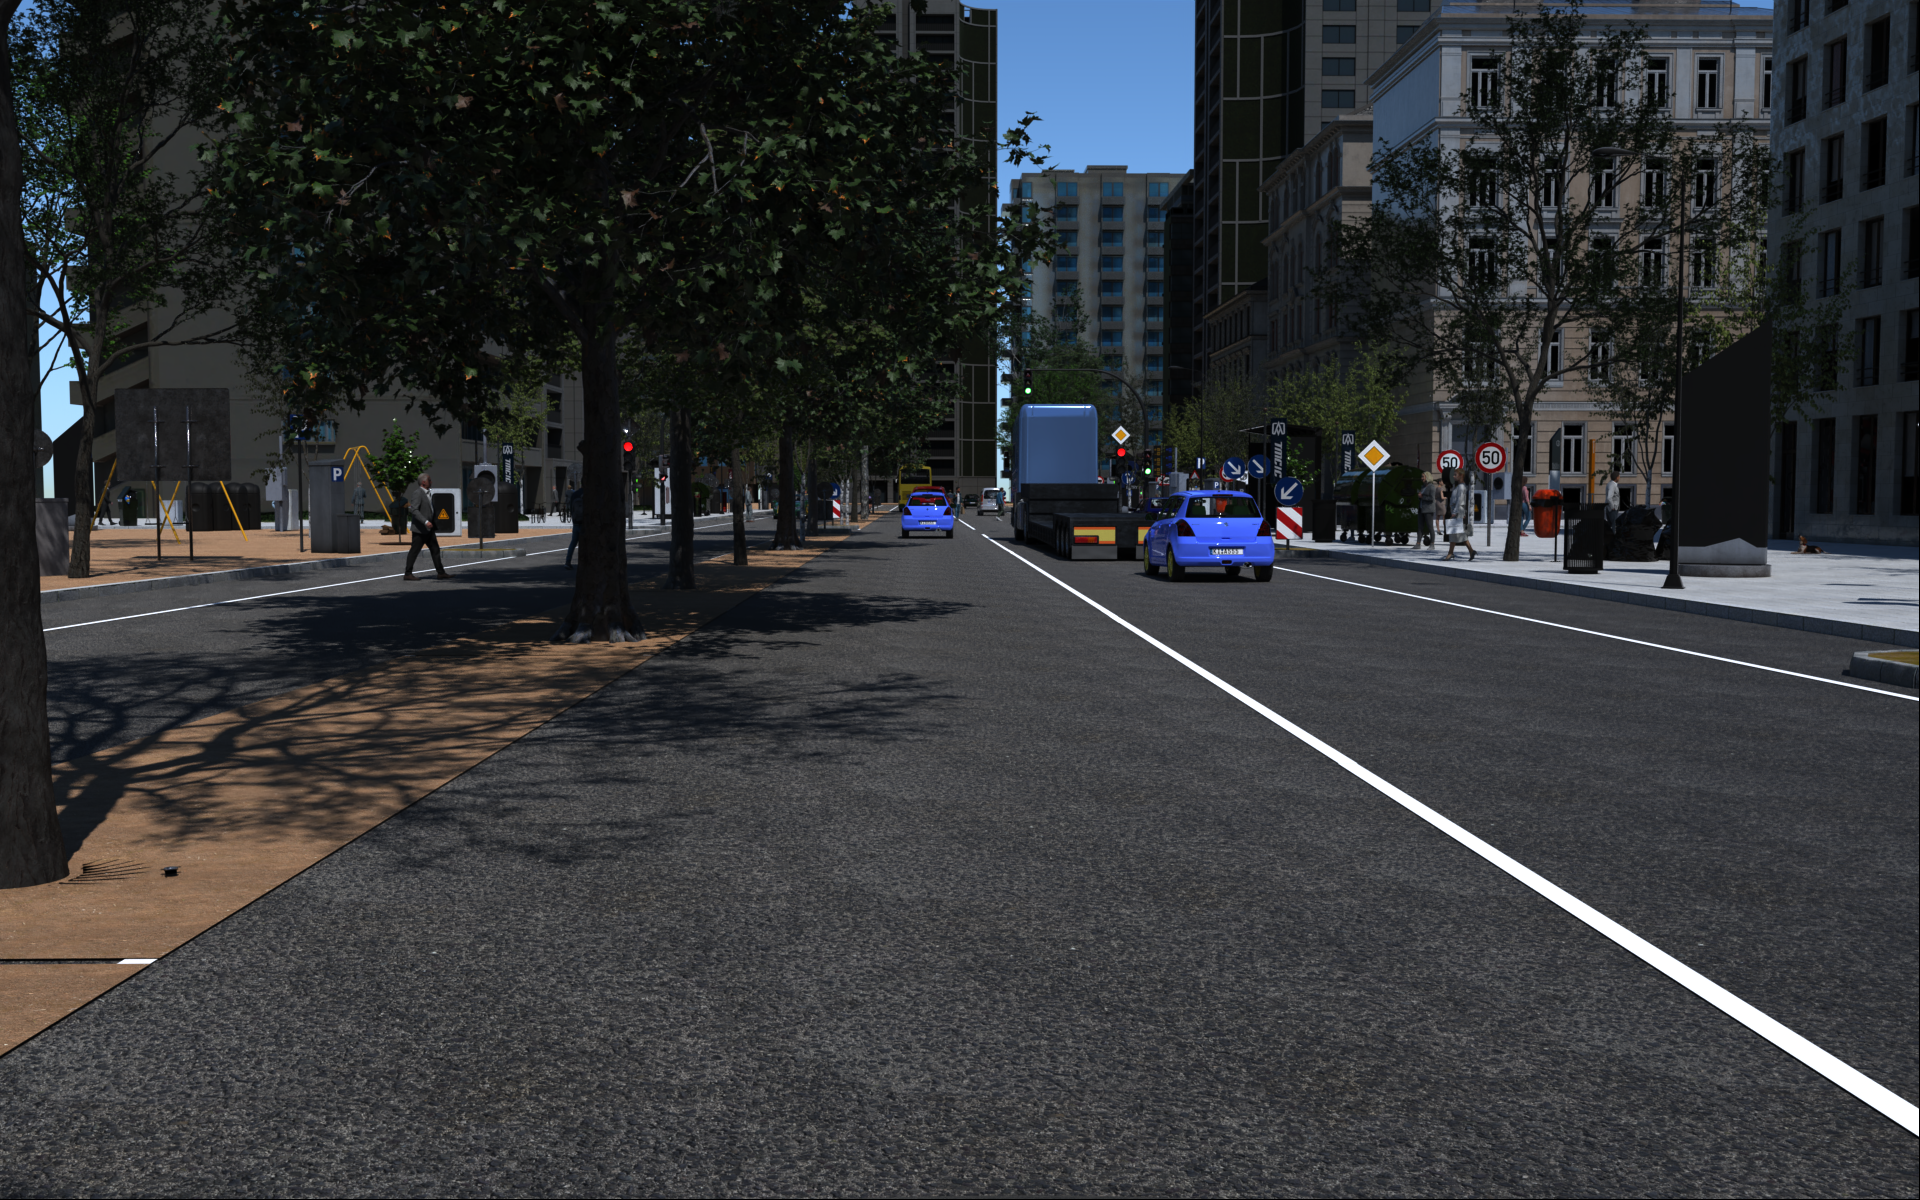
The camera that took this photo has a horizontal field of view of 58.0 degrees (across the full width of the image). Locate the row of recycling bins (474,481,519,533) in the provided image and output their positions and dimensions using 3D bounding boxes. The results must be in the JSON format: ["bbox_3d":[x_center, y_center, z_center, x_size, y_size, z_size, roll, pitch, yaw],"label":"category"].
[{"bbox_3d":[-15.511,-3.113,58.005,1.069,1.692,3.534,-2,4,-26],"label":"row of recycling bins"}]

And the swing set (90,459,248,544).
[{"bbox_3d":[-21.135,-2.978,46.307,2.862,2.851,3.119,1,4,12],"label":"swing set"}]

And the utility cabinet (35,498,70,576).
[{"bbox_3d":[-14.436,-0.973,27.077,0.306,1.237,1.020,1,4,16],"label":"utility cabinet"}]

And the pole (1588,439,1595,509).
[{"bbox_3d":[23.512,-4.321,64.488,0.158,3.312,0.155,0,3,0],"label":"pole"}]

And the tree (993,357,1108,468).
[{"bbox_3d":[7.376,-12.537,130.731,9.928,11.665,9.643,0,3,0],"label":"tree"}]

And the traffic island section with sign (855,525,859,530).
[{"bbox_3d":[-5.139,-3.813,70.487,2.006,1.907,1.989,0,4,-1],"label":"traffic island section with sign"}]

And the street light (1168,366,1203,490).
[{"bbox_3d":[8.252,-5.535,63.035,1.470,5.913,1.316,0,4,-1],"label":"street light"}]

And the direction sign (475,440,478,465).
[{"bbox_3d":[-20.379,-4.957,73.042,0.379,3.537,0.876,-1,4,-11],"label":"direction sign"}]

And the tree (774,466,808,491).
[{"bbox_3d":[-17.359,-11.854,177.530,4.285,4.588,4.351,0,3,0],"label":"tree"}]

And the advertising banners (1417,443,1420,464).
[{"bbox_3d":[15.932,-3.935,60.532,0.090,3.025,2.074,1,4,11],"label":"advertising banners"}]

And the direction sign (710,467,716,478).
[{"bbox_3d":[-19.715,-8.943,138.219,0.379,3.537,0.876,1,4,21],"label":"direction sign"}]

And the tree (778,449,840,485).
[{"bbox_3d":[-18.404,-19.244,221.286,9.857,13.997,8.962,0,3,0],"label":"tree"}]

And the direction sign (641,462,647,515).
[{"bbox_3d":[-19.435,-7.000,106.454,0.379,3.537,0.876,0,4,-6],"label":"direction sign"}]

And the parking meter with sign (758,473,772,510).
[{"bbox_3d":[-16.153,-8.976,143.017,0.543,3.016,1.738,-2,4,-32],"label":"parking meter with sign"}]

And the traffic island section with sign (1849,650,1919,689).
[{"bbox_3d":[8.006,-0.278,13.179,1.989,1.847,2.006,0,4,-1],"label":"traffic island section with sign"}]

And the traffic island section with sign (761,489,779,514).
[{"bbox_3d":[-13.080,-6.996,123.013,1.989,1.847,2.006,0,4,-1],"label":"traffic island section with sign"}]

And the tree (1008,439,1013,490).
[{"bbox_3d":[6.532,-13.899,177.607,4.360,8.622,3.978,0,3,0],"label":"tree"}]

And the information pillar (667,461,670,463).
[{"bbox_3d":[-17.545,-6.964,105.222,0.504,3.616,0.183,0,4,-4],"label":"information pillar"}]

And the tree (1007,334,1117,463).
[{"bbox_3d":[8.118,-14.260,139.814,9.857,13.997,8.962,0,3,0],"label":"tree"}]

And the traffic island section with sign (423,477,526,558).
[{"bbox_3d":[-11.060,-1.900,39.692,1.989,1.847,2.006,0,4,-1],"label":"traffic island section with sign"}]

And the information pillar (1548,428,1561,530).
[{"bbox_3d":[20.971,-4.262,61.034,0.504,3.616,0.183,-2,4,-34],"label":"information pillar"}]

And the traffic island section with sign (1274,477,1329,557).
[{"bbox_3d":[7.350,-1.927,40.126,1.989,1.847,2.006,0,4,-1],"label":"traffic island section with sign"}]

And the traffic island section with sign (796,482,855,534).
[{"bbox_3d":[-4.970,-3.361,63.081,2.006,1.907,1.989,0,4,-1],"label":"traffic island section with sign"}]

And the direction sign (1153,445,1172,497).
[{"bbox_3d":[9.452,-5.428,80.739,0.876,3.537,0.379,0,4,3],"label":"direction sign"}]

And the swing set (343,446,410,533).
[{"bbox_3d":[-19.905,-3.650,57.303,2.862,2.851,3.119,-2,4,-26],"label":"swing set"}]

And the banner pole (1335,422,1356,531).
[{"bbox_3d":[13.220,-4.267,59.781,0.863,3.779,0.401,1,4,9],"label":"banner pole"}]

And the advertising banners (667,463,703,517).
[{"bbox_3d":[-15.424,-6.164,96.976,2.074,3.025,0.090,-1,4,-19],"label":"advertising banners"}]

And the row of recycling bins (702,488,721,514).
[{"bbox_3d":[-17.454,-6.516,113.654,3.534,1.692,1.069,0,4,1],"label":"row of recycling bins"}]

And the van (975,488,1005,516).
[{"bbox_3d":[2.053,-6.620,115.242,2.013,2.044,4.112,0,4,-3],"label":"van"}]

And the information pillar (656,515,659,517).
[{"bbox_3d":[-16.879,-5.672,97.237,0.304,2.012,0.304,0,4,5],"label":"information pillar"}]

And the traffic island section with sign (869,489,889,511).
[{"bbox_3d":[-6.968,-8.408,145.603,2.006,1.907,1.989,0,4,-1],"label":"traffic island section with sign"}]

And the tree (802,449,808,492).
[{"bbox_3d":[-17.737,-14.647,189.841,4.737,8.622,4.395,0,3,0],"label":"tree"}]

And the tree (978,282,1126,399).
[{"bbox_3d":[8.011,-18.273,154.653,12.611,20.169,13.585,0,3,0],"label":"tree"}]

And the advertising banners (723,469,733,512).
[{"bbox_3d":[-16.499,-7.650,121.257,0.090,3.025,2.074,-3,5,-43],"label":"advertising banners"}]

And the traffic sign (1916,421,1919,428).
[{"bbox_3d":[13.058,-1.416,22.889,0.795,2.593,0.064,0,4,7],"label":"traffic sign"}]

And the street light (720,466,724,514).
[{"bbox_3d":[-14.620,-8.419,110.183,1.470,5.913,1.316,0,4,-1],"label":"street light"}]

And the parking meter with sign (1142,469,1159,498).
[{"bbox_3d":[11.796,-6.713,106.026,1.738,3.016,0.543,3,4,37],"label":"parking meter with sign"}]

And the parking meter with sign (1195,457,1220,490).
[{"bbox_3d":[11.890,-5.234,81.838,0.543,3.016,1.738,-2,4,-32],"label":"parking meter with sign"}]

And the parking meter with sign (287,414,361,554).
[{"bbox_3d":[-13.784,-2.533,37.678,1.738,3.016,0.543,2,4,29],"label":"parking meter with sign"}]

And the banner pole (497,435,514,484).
[{"bbox_3d":[-19.457,-5.135,73.969,0.863,3.779,0.401,-1,4,-15],"label":"banner pole"}]

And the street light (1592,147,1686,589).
[{"bbox_3d":[9.164,-3.109,23.378,1.470,5.913,1.316,0,4,-1],"label":"street light"}]

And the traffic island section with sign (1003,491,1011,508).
[{"bbox_3d":[4.141,-10.081,173.447,1.989,1.847,2.006,0,4,-1],"label":"traffic island section with sign"}]

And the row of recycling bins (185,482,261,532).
[{"bbox_3d":[-25.870,-3.295,60.983,1.069,1.692,3.534,1,4,13],"label":"row of recycling bins"}]

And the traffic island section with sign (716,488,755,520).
[{"bbox_3d":[-12.431,-5.345,96.016,1.989,1.847,2.006,0,4,-1],"label":"traffic island section with sign"}]

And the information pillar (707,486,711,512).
[{"bbox_3d":[-16.950,-6.849,116.466,0.304,2.012,0.304,-3,5,-44],"label":"information pillar"}]

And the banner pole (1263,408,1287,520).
[{"bbox_3d":[9.047,-3.676,50.117,0.863,3.779,0.401,1,4,14],"label":"banner pole"}]

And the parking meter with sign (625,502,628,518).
[{"bbox_3d":[-18.532,-5.897,92.682,1.738,3.016,0.543,-2,4,-24],"label":"parking meter with sign"}]
